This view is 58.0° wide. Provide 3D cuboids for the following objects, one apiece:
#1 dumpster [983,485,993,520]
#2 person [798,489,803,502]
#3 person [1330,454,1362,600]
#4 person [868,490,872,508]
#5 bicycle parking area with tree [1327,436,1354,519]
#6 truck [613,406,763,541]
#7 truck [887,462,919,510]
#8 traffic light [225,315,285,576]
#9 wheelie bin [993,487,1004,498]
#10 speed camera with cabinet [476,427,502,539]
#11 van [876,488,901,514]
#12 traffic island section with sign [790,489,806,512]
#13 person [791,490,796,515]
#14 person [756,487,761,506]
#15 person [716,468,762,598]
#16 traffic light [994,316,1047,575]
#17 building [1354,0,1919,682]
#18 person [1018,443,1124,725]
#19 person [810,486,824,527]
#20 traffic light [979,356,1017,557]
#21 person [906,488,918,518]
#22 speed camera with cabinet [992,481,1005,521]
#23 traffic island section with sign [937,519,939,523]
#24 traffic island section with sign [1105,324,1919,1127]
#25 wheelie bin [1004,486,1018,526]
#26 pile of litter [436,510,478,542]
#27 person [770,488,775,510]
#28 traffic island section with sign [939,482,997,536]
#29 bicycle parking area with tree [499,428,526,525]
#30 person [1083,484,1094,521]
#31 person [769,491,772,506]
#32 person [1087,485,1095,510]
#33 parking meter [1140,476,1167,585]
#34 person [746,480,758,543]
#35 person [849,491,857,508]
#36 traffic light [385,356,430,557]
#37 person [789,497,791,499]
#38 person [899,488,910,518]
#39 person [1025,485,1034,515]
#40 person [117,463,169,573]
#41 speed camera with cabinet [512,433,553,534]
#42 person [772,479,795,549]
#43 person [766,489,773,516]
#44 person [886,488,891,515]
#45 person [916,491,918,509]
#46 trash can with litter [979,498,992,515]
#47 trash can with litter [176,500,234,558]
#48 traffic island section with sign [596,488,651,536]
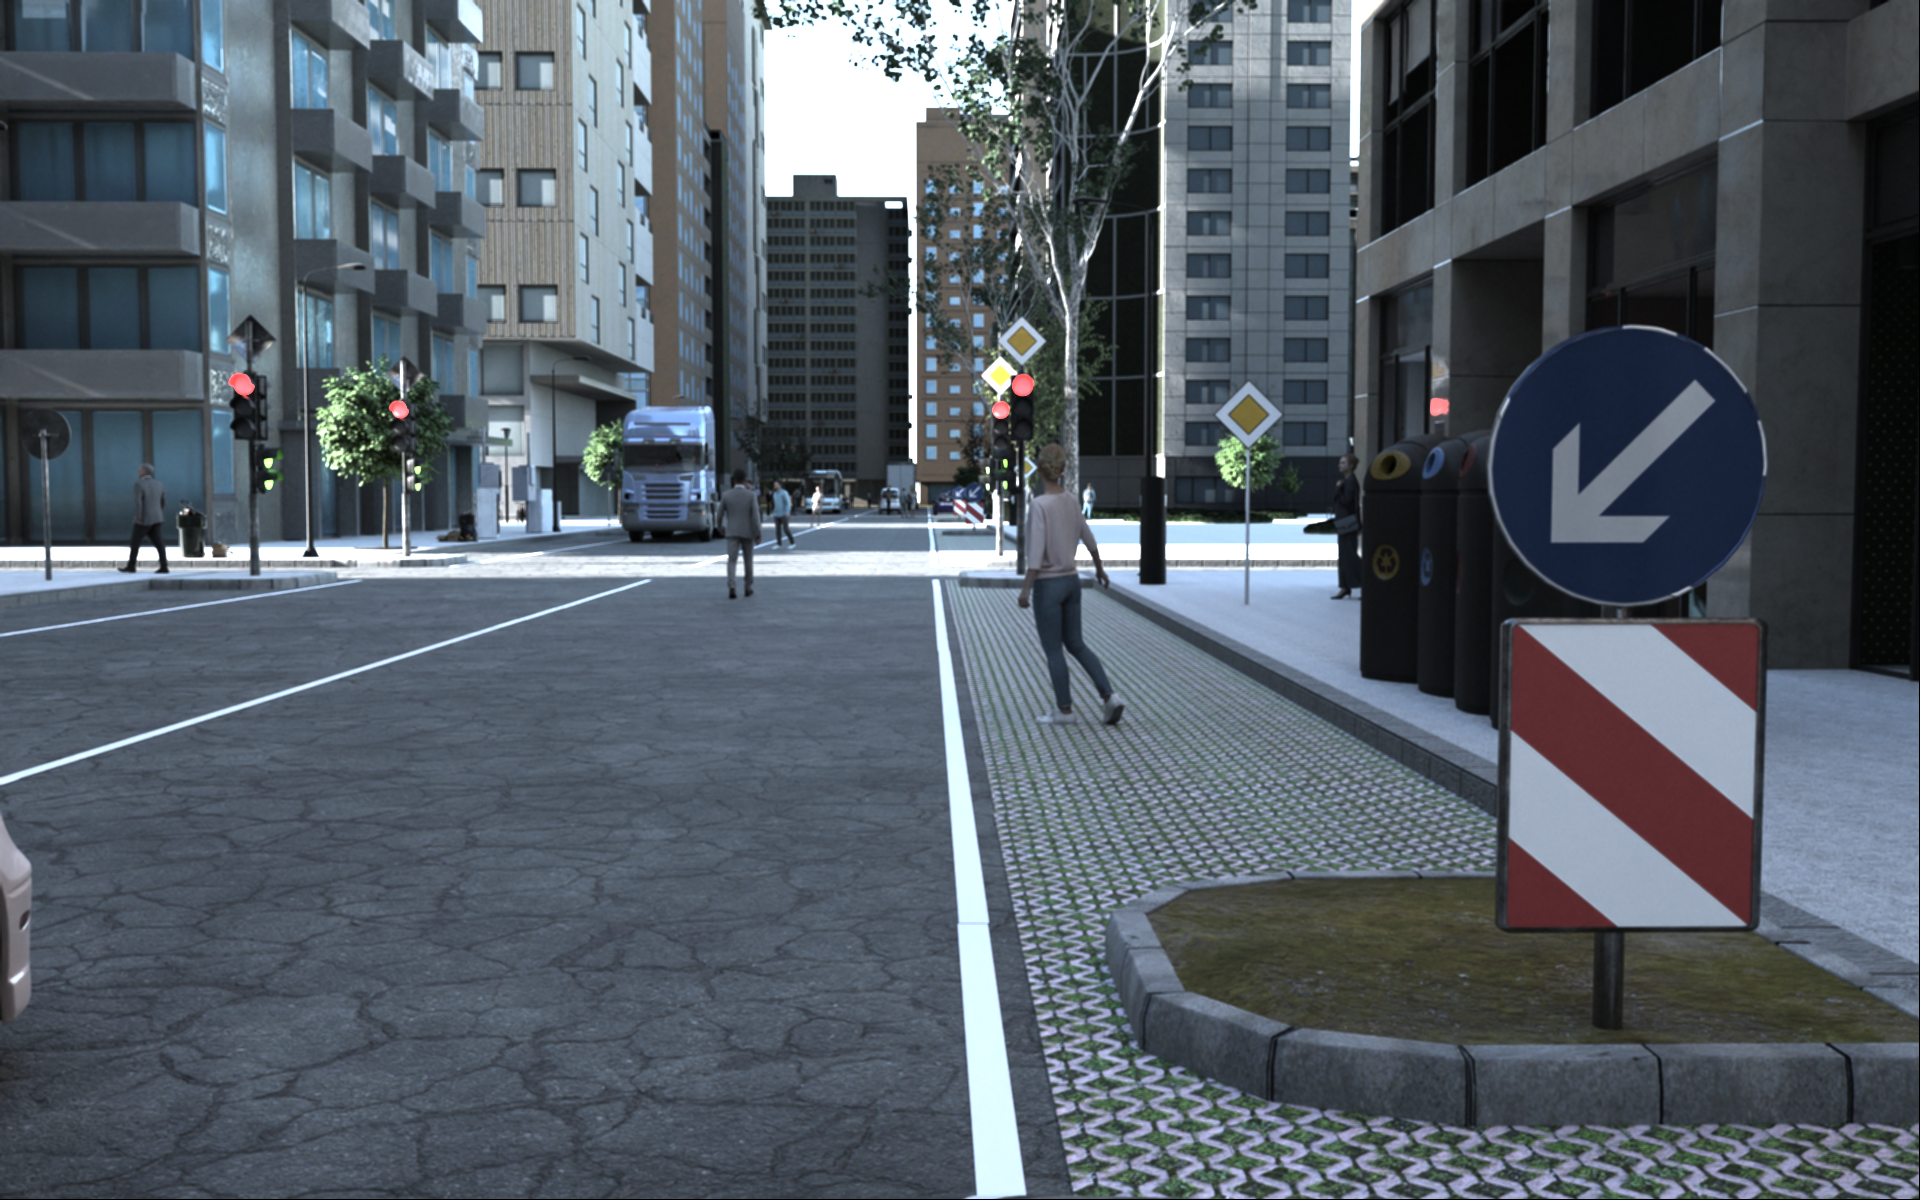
[{"bbox_3d":[1.909,-5.163,86.903,1.502,2.255,1.985,0,4,-1],"label":"dumpster"},{"bbox_3d":[-15.778,-10.060,170.977,0.683,1.767,0.568,1,4,10],"label":"person"},{"bbox_3d":[4.779,-0.894,21.088,0.534,1.772,0.576,0,4,-3],"label":"person"},{"bbox_3d":[-9.520,-10.663,182.827,0.705,1.826,1.348,0,4,4],"label":"person"},{"bbox_3d":[21.965,-6.014,85.334,8.231,4.147,9.016,1,4,19],"label":"bicycle parking area with tree"},{"bbox_3d":[-8.836,-4.238,59.054,2.967,4.110,18.799,0,4,-1],"label":"truck"},{"bbox_3d":[-5.227,-10.298,157.290,2.839,4.237,11.283,0,4,0],"label":"truck"},{"bbox_3d":[-11.102,-2.341,27.203,0.839,4.253,0.868,0,4,-1],"label":"traffic light"},{"bbox_3d":[2.020,-4.380,79.515,0.980,1.594,0.693,0,4,6],"label":"wheelie bin"},{"bbox_3d":[-13.683,-3.424,50.317,0.660,3.252,2.038,-1,4,-11],"label":"speed camera with cabinet"},{"bbox_3d":[-5.051,-7.227,125.179,2.013,2.044,4.112,0,4,-3],"label":"van"},{"bbox_3d":[-12.933,-7.894,137.690,1.989,1.847,2.006,0,4,-1],"label":"traffic island section with sign"},{"bbox_3d":[-11.118,-6.515,115.946,0.530,1.710,0.541,0,4,6],"label":"person"},{"bbox_3d":[-15.424,-7.676,131.414,0.709,1.838,0.599,-1,4,-23],"label":"person"},{"bbox_3d":[-3.061,-0.931,23.998,0.678,1.792,0.850,0,4,1],"label":"person"},{"bbox_3d":[0.957,-2.356,27.448,0.839,4.253,0.868,0,4,-1],"label":"traffic light"},{"bbox_3d":[15.458,-12.375,6.850,19.350,26.468,34.151,0,4,-1],"label":"building"},{"bbox_3d":[0.745,-0.093,10.689,0.598,1.740,0.731,2,4,29],"label":"person"},{"bbox_3d":[-6.146,-4.016,74.510,0.599,1.781,0.374,0,4,1],"label":"person"},{"bbox_3d":[0.805,-2.845,35.432,0.839,4.253,0.868,0,4,-1],"label":"traffic light"},{"bbox_3d":[-2.889,-5.841,104.361,0.716,1.782,0.532,-1,4,-17],"label":"person"},{"bbox_3d":[1.923,-5.482,83.967,0.660,3.252,2.038,0,4,-4],"label":"speed camera with cabinet"},{"bbox_3d":[-0.138,-4.799,87.091,1.989,1.847,2.006,0,4,-1],"label":"traffic island section with sign"},{"bbox_3d":[1.447,0.231,4.845,1.989,1.847,2.006,0,4,-1],"label":"traffic island section with sign"},{"bbox_3d":[2.318,-3.808,70.163,0.693,1.594,0.980,1,4,10],"label":"wheelie bin"},{"bbox_3d":[-13.564,-2.006,46.770,1.176,0.858,1.719,0,4,-2],"label":"pile of litter"},{"bbox_3d":[-15.462,-8.341,142.975,0.434,1.755,0.990,-1,4,-20],"label":"person"},{"bbox_3d":[0.378,-3.151,60.141,1.989,1.847,2.006,0,4,-1],"label":"traffic island section with sign"},{"bbox_3d":[-22.345,-5.380,74.961,8.231,4.147,9.016,0,4,-1],"label":"bicycle parking area with tree"},{"bbox_3d":[6.124,-4.665,82.665,0.623,1.781,0.721,2,4,34],"label":"person"},{"bbox_3d":[-20.395,-10.959,185.084,0.599,1.838,0.709,3,4,38],"label":"person"},{"bbox_3d":[7.356,-5.683,98.820,0.638,1.841,0.748,2,4,27],"label":"person"},{"bbox_3d":[2.753,-0.995,24.679,0.372,1.533,0.369,0,3,0],"label":"parking meter"},{"bbox_3d":[-6.220,-2.629,51.296,0.447,1.846,0.655,-1,4,-17],"label":"person"},{"bbox_3d":[-11.349,-10.680,183.651,0.617,1.759,0.750,3,5,41],"label":"person"},{"bbox_3d":[-11.254,-2.830,35.186,0.839,4.253,0.868,0,4,-1],"label":"traffic light"},{"bbox_3d":[-18.187,-10.513,181.147,0.991,1.433,0.599,0,4,-4],"label":"person"},{"bbox_3d":[-3.406,-5.902,105.103,0.635,1.810,0.391,2,4,23],"label":"person"},{"bbox_3d":[3.047,-4.381,77.781,0.679,1.850,0.850,3,4,39],"label":"person"},{"bbox_3d":[-13.226,-1.322,28.059,0.834,1.777,0.661,1,4,11],"label":"person"},{"bbox_3d":[-13.966,-3.805,56.548,0.660,3.252,2.038,1,4,9],"label":"speed camera with cabinet"},{"bbox_3d":[-4.604,-2.243,45.185,0.660,1.820,0.620,3,5,41],"label":"person"},{"bbox_3d":[-12.457,-6.384,113.405,0.721,1.766,1.217,-1,4,-22],"label":"person"},{"bbox_3d":[-4.872,-6.760,119.043,0.705,1.823,1.348,0,4,-3],"label":"person"},{"bbox_3d":[-4.237,-9.666,167.339,0.445,1.727,0.742,0,4,-3],"label":"person"},{"bbox_3d":[1.718,-5.966,108.930,1.055,1.170,0.624,3,5,43],"label":"trash can with litter"},{"bbox_3d":[-15.190,-1.435,34.848,1.055,1.170,0.624,-1,4,-13],"label":"trash can with litter"},{"bbox_3d":[-11.443,-3.137,59.925,1.989,1.847,2.006,0,4,-1],"label":"traffic island section with sign"}]
